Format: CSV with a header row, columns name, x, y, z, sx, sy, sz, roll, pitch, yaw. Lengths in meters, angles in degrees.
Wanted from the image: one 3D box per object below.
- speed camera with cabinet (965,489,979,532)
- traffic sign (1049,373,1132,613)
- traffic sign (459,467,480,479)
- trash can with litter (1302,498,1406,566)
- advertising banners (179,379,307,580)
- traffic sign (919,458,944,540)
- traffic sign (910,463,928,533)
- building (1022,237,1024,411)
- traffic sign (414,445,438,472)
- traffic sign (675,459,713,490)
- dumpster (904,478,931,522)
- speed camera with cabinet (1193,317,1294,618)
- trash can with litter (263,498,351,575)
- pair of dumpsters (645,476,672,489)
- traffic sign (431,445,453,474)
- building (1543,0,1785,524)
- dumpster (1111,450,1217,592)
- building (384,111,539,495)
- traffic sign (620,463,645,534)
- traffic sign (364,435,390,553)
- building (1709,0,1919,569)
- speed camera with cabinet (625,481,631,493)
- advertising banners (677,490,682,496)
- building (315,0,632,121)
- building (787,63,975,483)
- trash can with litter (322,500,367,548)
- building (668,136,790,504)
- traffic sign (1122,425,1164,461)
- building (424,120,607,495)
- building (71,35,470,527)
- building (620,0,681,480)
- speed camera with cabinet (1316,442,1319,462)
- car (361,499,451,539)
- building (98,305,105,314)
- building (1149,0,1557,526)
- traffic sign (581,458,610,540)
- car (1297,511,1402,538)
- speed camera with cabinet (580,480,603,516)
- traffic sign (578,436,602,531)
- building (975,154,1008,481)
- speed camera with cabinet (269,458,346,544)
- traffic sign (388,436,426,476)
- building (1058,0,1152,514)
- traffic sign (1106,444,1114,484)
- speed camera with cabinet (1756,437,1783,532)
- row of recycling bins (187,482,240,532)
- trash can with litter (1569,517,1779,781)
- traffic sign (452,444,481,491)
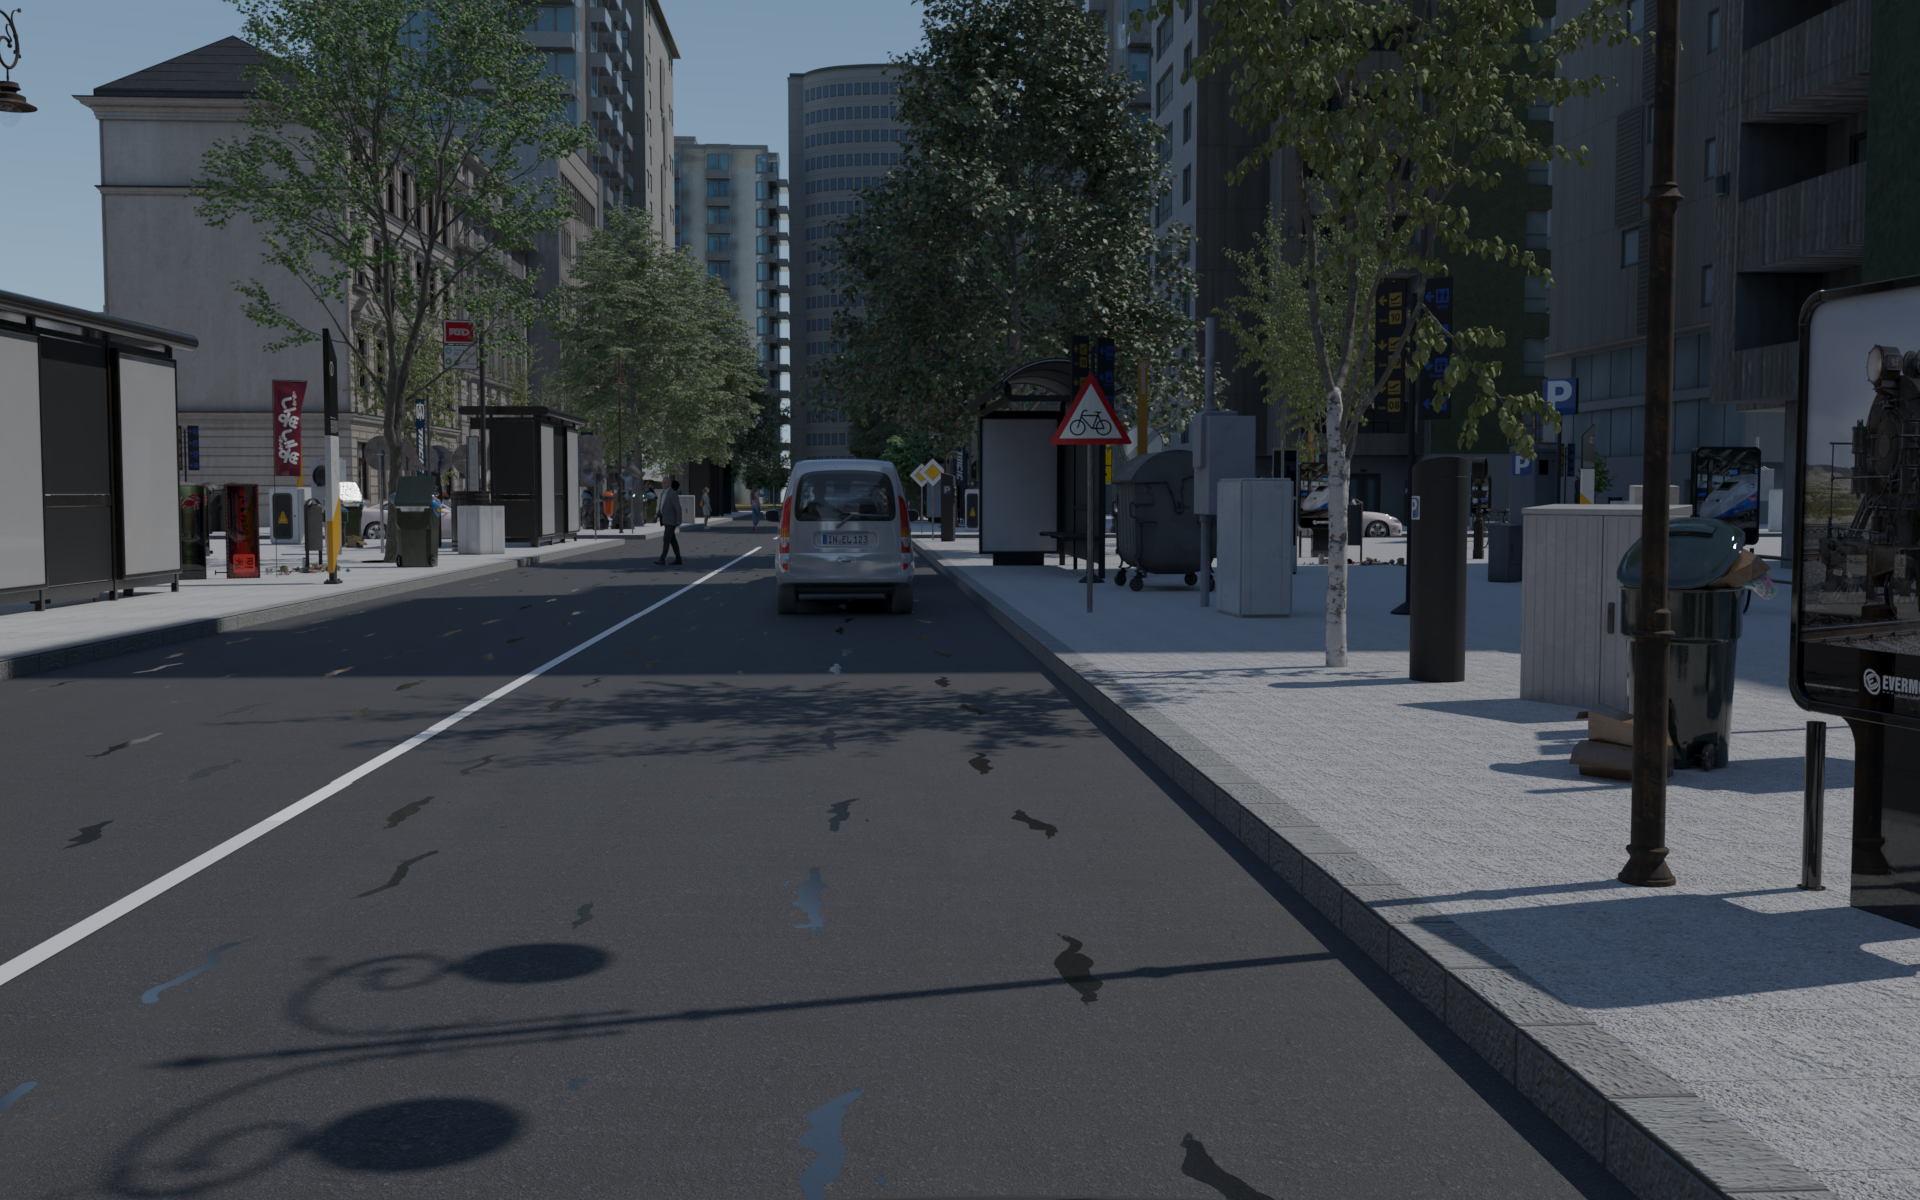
name,x,y,z,sx,sy,sz,roll,pitch,yaw
speed camera with cabinet,0.985,-3.931,58.613,0.660,3.252,2.038,-3,4,-37
traffic sign,1.404,-1.142,18.676,0.884,2.594,0.081,0,4,1
traffic sign,-13.669,-2.823,48.293,0.606,2.300,0.079,0,4,6
trash can with litter,7.346,-1.241,31.349,2.233,1.210,1.678,3,5,40
advertising banners,-10.905,-1.835,26.196,2.074,3.025,0.090,-2,4,-35
traffic sign,-0.762,-2.742,48.478,0.795,2.450,0.064,0,4,-3
traffic sign,-1.248,-3.230,56.448,0.795,2.450,0.064,0,4,-3
building,14.700,-52.226,166.563,22.319,86.520,31.000,0,4,-3
traffic sign,-13.816,-2.722,44.607,0.768,2.556,0.104,0,4,5
traffic sign,-15.608,-6.599,101.769,2.265,3.308,0.079,0,4,-3
dumpster,-1.768,-4.668,78.821,1.502,2.255,1.985,0,4,-3
speed camera with cabinet,3.065,-1.499,18.841,0.660,3.252,2.038,0,4,-6
trash can with litter,-10.872,-1.060,28.394,1.678,1.210,2.233,0,4,4
pair of dumpsters,-16.255,-5.535,92.995,1.574,2.255,4.437,0,4,-3
traffic sign,-13.552,-2.744,44.963,0.768,2.556,0.104,0,4,-1
building,44.572,-30.213,83.228,27.495,52.752,28.713,0,4,-3
dumpster,2.788,-1.081,23.430,1.264,1.857,1.865,0,4,-3
building,-32.617,-15.663,97.887,13.314,21.916,24.055,0,4,-3
traffic sign,-10.576,-3.196,55.902,0.795,2.450,0.064,0,4,-3
traffic sign,-12.562,-2.293,37.602,0.768,2.556,0.104,0,4,4
building,19.674,-15.578,26.404,14.160,30.474,14.107,0,4,-3
speed camera with cabinet,-19.517,-6.725,104.297,0.660,3.252,2.038,1,4,14
advertising banners,-17.059,-6.656,105.008,0.090,3.025,2.074,-2,4,-28
building,-39.433,-32.088,144.247,23.786,49.044,30.456,0,4,-3
building,-8.972,-42.395,235.158,28.212,58.520,21.231,0,4,-3
trash can with litter,-14.719,-1.839,41.461,1.055,1.170,0.624,1,4,10
building,-38.363,-37.599,234.351,30.456,49.044,23.786,0,4,-3
traffic sign,3.343,-1.935,31.744,0.768,2.556,0.104,0,4,4
building,-32.070,-18.459,119.825,12.078,24.808,19.932,0,4,-3
building,-28.727,-12.895,75.453,10.561,19.102,19.286,0,4,-3
building,-43.919,-36.084,179.218,27.495,52.752,28.713,0,4,-3
speed camera with cabinet,12.097,-3.918,58.401,0.660,3.252,2.038,1,4,22
car,-15.493,-2.349,50.762,4.827,1.381,2.083,0,4,-3
building,-72.815,-20.419,178.894,28.899,21.520,27.650,0,4,-3
building,16.248,-18.563,75.206,14.107,30.474,14.160,0,4,-3
traffic sign,-10.090,-2.709,47.932,0.795,2.450,0.064,0,4,-3
car,11.075,-2.483,52.959,4.827,1.381,2.083,0,4,-3
speed camera with cabinet,-23.520,-7.023,109.169,2.038,3.252,0.660,1,4,23
traffic sign,-13.612,-4.072,60.458,2.265,3.308,0.079,0,4,5
building,8.537,-30.980,190.113,14.154,41.232,14.086,0,4,-3
speed camera with cabinet,-16.670,-3.051,44.220,2.038,3.252,0.660,1,4,22
traffic sign,-12.490,-2.389,39.065,0.884,2.594,0.081,0,4,1
building,18.617,-30.422,117.003,23.786,49.044,30.456,0,4,-3
traffic sign,2.783,-3.080,44.238,2.265,3.308,0.079,0,4,-2
speed camera with cabinet,27.916,-3.975,59.333,0.660,3.252,2.038,-1,4,-15
row of recycling bins,-26.059,-3.178,59.068,3.534,1.692,1.069,0,4,4
trash can with litter,3.288,0.207,8.007,0.624,1.170,1.055,3,5,43
traffic sign,-12.608,-2.701,44.274,0.768,2.556,0.104,0,4,6
